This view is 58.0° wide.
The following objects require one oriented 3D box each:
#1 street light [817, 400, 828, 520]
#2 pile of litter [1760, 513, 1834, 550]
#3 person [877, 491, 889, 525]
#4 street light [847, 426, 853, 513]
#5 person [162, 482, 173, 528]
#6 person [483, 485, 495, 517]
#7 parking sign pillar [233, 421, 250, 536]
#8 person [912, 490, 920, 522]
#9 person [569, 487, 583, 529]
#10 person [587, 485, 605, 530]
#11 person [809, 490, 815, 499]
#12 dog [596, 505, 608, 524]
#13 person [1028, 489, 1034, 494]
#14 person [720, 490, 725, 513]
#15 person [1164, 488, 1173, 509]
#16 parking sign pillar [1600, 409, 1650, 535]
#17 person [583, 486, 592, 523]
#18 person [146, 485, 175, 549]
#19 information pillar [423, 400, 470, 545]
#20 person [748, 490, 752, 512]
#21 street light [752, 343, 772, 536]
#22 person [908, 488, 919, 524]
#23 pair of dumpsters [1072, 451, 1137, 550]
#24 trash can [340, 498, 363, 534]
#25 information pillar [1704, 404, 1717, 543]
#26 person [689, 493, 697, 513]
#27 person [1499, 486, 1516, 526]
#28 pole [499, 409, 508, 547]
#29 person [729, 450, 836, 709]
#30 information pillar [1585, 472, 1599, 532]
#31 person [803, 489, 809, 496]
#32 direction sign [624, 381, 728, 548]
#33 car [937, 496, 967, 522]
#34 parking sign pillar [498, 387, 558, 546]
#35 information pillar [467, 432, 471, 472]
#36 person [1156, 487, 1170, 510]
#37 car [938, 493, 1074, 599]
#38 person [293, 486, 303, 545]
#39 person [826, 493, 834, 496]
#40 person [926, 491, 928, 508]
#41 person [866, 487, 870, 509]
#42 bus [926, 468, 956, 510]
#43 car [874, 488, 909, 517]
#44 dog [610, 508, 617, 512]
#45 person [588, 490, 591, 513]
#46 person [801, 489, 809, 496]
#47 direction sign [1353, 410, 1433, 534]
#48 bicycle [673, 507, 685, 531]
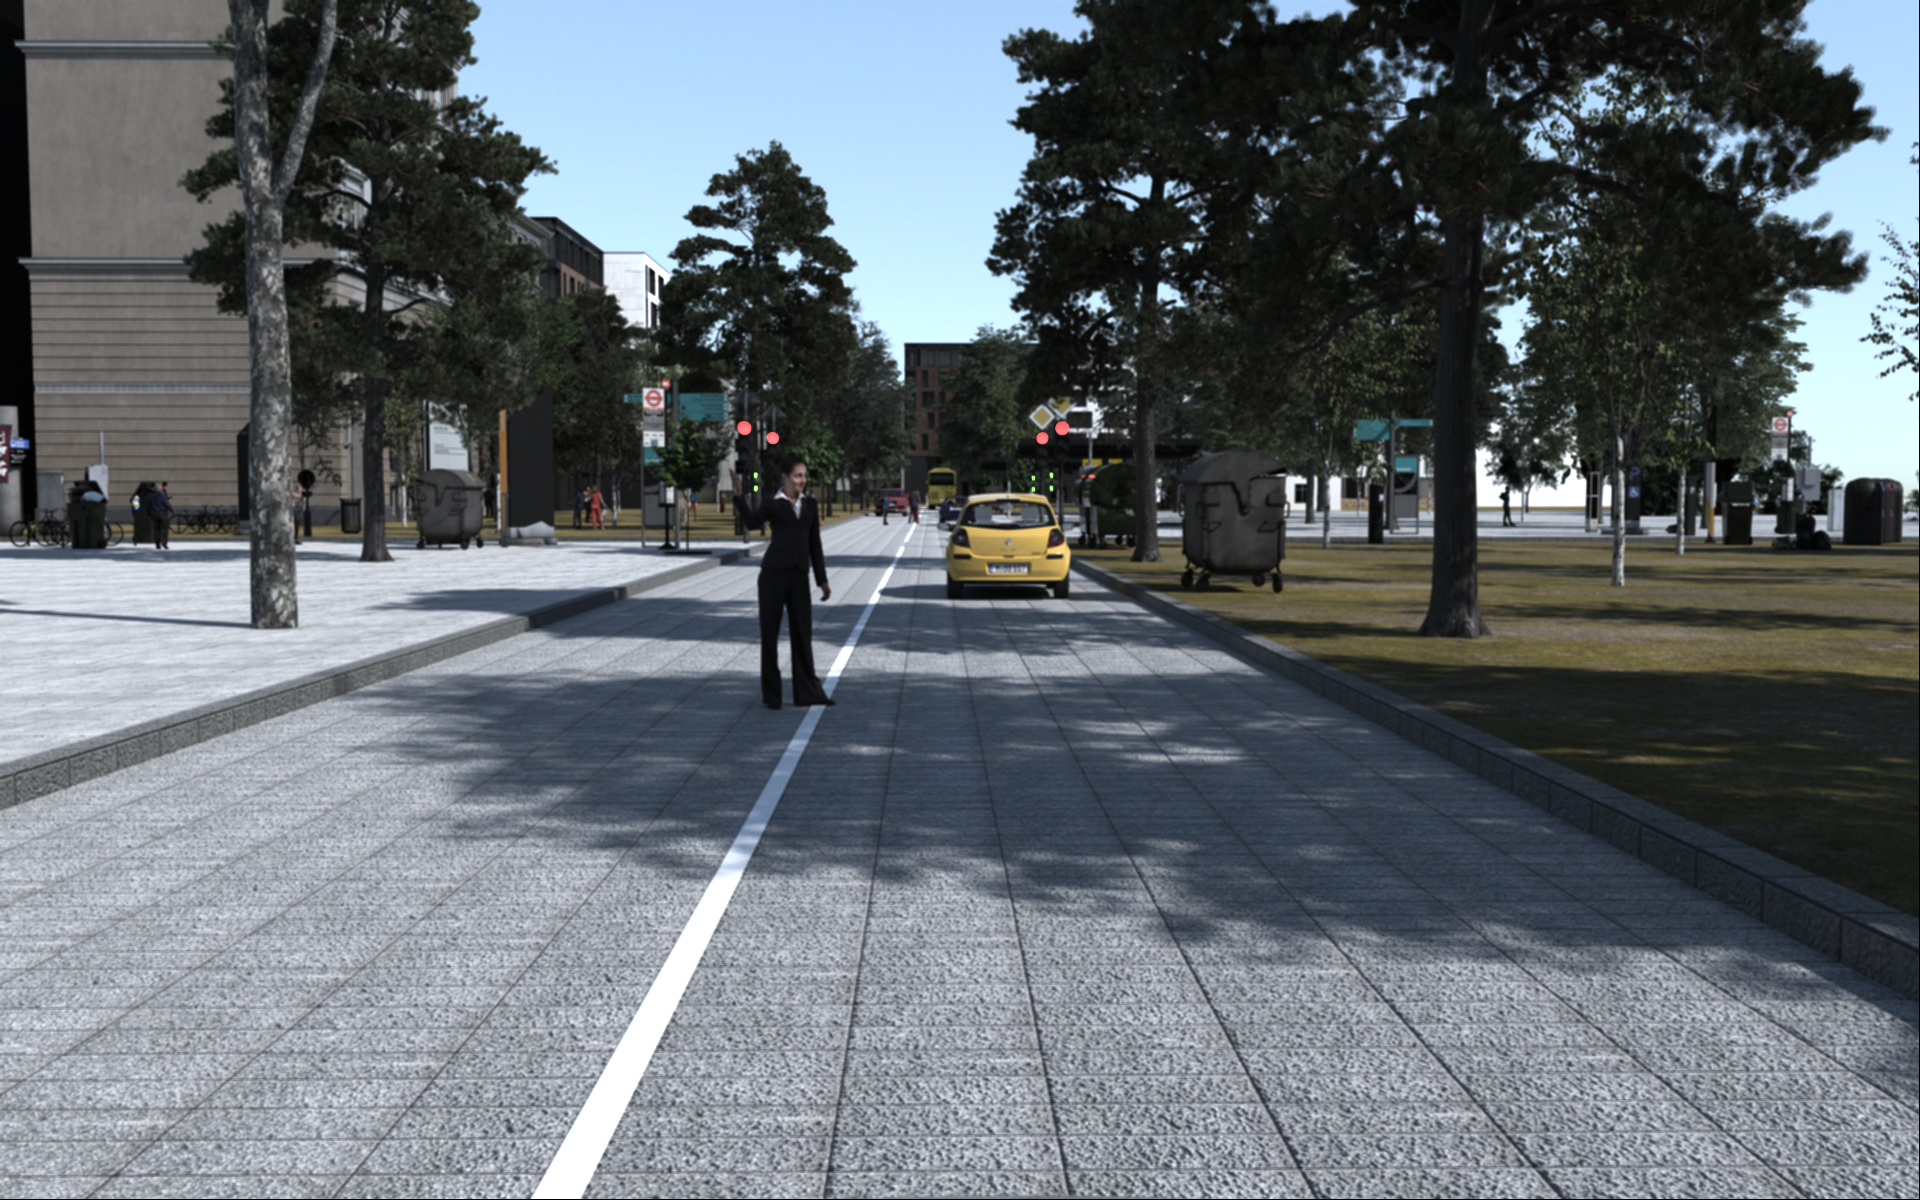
[{"bbox_3d":[-6.668,-6.809,84.117,0.468,5.910,1.993,0,4,-1],"label":"street light"},{"bbox_3d":[19.313,-1.590,39.956,1.719,0.858,1.176,1,4,8],"label":"pile of litter"},{"bbox_3d":[-3.501,-4.272,80.221,0.662,1.594,0.647,2,4,35],"label":"person"},{"bbox_3d":[-7.207,-8.694,114.927,0.468,5.910,1.993,0,4,-1],"label":"street light"},{"bbox_3d":[-29.920,-3.578,65.246,0.576,1.737,0.504,3,4,38],"label":"person"},{"bbox_3d":[-25.873,-5.398,94.823,0.617,1.759,0.750,1,4,13],"label":"person"},{"bbox_3d":[-21.760,-3.983,53.597,1.447,3.967,1.447,2,4,31],"label":"parking sign pillar"},{"bbox_3d":[-2.275,-4.769,88.185,0.444,1.614,0.593,-1,4,-9],"label":"person"},{"bbox_3d":[-13.853,-3.328,62.673,0.429,1.552,0.499,2,4,29],"label":"person"},{"bbox_3d":[-12.880,-3.275,61.292,0.593,1.614,0.444,0,4,6],"label":"person"},{"bbox_3d":[-8.773,-5.735,102.274,0.387,1.526,0.523,-2,4,-35],"label":"person"},{"bbox_3d":[-15.596,-3.698,74.837,0.800,0.831,0.513,-1,4,-19],"label":"dog"},{"bbox_3d":[6.602,-9.449,161.271,1.217,1.736,0.721,0,4,6],"label":"person"},{"bbox_3d":[-16.046,-6.640,117.069,0.387,1.526,0.523,-1,4,-13],"label":"person"},{"bbox_3d":[18.172,-8.901,151.586,0.705,1.822,1.348,-3,5,-41],"label":"person"},{"bbox_3d":[20.966,-4.038,54.498,1.447,3.967,1.447,0,4,-1],"label":"parking sign pillar"},{"bbox_3d":[-16.384,-4.221,76.510,0.517,1.644,0.566,-1,4,-13],"label":"person"},{"bbox_3d":[-18.628,-1.944,40.516,0.574,1.496,0.600,2,4,25],"label":"person"},{"bbox_3d":[-13.036,-3.222,43.996,0.184,3.620,1.656,1,4,18],"label":"information pillar"},{"bbox_3d":[-8.904,-4.136,74.331,0.551,1.740,0.621,0,4,-5],"label":"person"},{"bbox_3d":[-6.085,-4.925,53.308,0.468,5.910,1.993,0,4,-1],"label":"street light"},{"bbox_3d":[-2.227,-4.558,83.946,0.541,1.710,0.530,2,4,26],"label":"person"},{"bbox_3d":[3.655,-2.395,41.648,1.574,2.255,4.436,0,4,-1],"label":"pair of dumpsters"},{"bbox_3d":[-19.754,-2.723,56.180,0.748,1.137,0.748,0,3,0],"label":"trash can"},{"bbox_3d":[19.735,-3.313,45.518,0.183,3.616,0.504,0,4,7],"label":"information pillar"},{"bbox_3d":[-18.213,-6.753,118.155,0.593,1.614,0.444,-1,4,-11],"label":"person"},{"bbox_3d":[22.103,-3.792,69.916,0.662,1.594,0.647,1,4,8],"label":"person"},{"bbox_3d":[-10.970,-2.923,41.632,0.158,3.312,0.155,0,3,0],"label":"pole"},{"bbox_3d":[-1.185,-0.133,11.486,0.445,1.727,0.742,2,4,28],"label":"person"},{"bbox_3d":[21.181,-3.274,58.028,0.304,2.012,0.304,-1,4,-10],"label":"information pillar"},{"bbox_3d":[-15.743,-10.457,177.103,1.350,1.814,0.705,-3,4,-38],"label":"person"},{"bbox_3d":[-6.642,-3.227,41.527,2.525,3.948,1.411,0,4,7],"label":"direction sign"},{"bbox_3d":[-0.089,-4.112,79.813,1.945,1.354,3.894,0,3,0],"label":"car"},{"bbox_3d":[-10.862,-3.362,43.446,1.447,3.967,1.447,3,5,42],"label":"parking sign pillar"},{"bbox_3d":[-15.561,-3.944,53.866,0.750,3.857,0.750,-1,4,-21],"label":"information pillar"},{"bbox_3d":[16.123,-8.054,137.717,1.348,1.826,0.705,-2,4,-27],"label":"person"},{"bbox_3d":[0.671,-0.912,25.134,2.015,1.641,3.980,0,4,1],"label":"car"},{"bbox_3d":[-16.969,-2.226,43.897,0.566,1.644,0.517,-2,4,-29],"label":"person"},{"bbox_3d":[-13.210,-10.378,175.707,0.705,1.826,1.348,3,5,39],"label":"person"},{"bbox_3d":[-3.263,-10.213,176.149,0.551,1.740,0.621,2,4,25],"label":"person"},{"bbox_3d":[-7.743,-8.355,142.627,0.705,1.826,1.348,2,4,33],"label":"person"},{"bbox_3d":[-1.746,-10.387,161.372,2.896,3.916,12.252,0,4,-1],"label":"bus"},{"bbox_3d":[-4.375,-6.326,112.110,2.281,1.827,5.304,0,4,0],"label":"car"},{"bbox_3d":[-25.337,-6.666,126.719,0.550,0.427,0.748,0,4,2],"label":"dog"},{"bbox_3d":[-24.080,-6.383,112.463,0.516,1.574,0.319,1,4,20],"label":"person"},{"bbox_3d":[-16.513,-10.820,182.911,1.348,1.831,0.705,0,4,4],"label":"person"},{"bbox_3d":[13.759,-4.032,54.687,2.525,3.948,1.411,0,4,3],"label":"direction sign"},{"bbox_3d":[-9.436,-2.723,57.738,0.635,0.972,1.543,-1,4,-17],"label":"bicycle"}]
